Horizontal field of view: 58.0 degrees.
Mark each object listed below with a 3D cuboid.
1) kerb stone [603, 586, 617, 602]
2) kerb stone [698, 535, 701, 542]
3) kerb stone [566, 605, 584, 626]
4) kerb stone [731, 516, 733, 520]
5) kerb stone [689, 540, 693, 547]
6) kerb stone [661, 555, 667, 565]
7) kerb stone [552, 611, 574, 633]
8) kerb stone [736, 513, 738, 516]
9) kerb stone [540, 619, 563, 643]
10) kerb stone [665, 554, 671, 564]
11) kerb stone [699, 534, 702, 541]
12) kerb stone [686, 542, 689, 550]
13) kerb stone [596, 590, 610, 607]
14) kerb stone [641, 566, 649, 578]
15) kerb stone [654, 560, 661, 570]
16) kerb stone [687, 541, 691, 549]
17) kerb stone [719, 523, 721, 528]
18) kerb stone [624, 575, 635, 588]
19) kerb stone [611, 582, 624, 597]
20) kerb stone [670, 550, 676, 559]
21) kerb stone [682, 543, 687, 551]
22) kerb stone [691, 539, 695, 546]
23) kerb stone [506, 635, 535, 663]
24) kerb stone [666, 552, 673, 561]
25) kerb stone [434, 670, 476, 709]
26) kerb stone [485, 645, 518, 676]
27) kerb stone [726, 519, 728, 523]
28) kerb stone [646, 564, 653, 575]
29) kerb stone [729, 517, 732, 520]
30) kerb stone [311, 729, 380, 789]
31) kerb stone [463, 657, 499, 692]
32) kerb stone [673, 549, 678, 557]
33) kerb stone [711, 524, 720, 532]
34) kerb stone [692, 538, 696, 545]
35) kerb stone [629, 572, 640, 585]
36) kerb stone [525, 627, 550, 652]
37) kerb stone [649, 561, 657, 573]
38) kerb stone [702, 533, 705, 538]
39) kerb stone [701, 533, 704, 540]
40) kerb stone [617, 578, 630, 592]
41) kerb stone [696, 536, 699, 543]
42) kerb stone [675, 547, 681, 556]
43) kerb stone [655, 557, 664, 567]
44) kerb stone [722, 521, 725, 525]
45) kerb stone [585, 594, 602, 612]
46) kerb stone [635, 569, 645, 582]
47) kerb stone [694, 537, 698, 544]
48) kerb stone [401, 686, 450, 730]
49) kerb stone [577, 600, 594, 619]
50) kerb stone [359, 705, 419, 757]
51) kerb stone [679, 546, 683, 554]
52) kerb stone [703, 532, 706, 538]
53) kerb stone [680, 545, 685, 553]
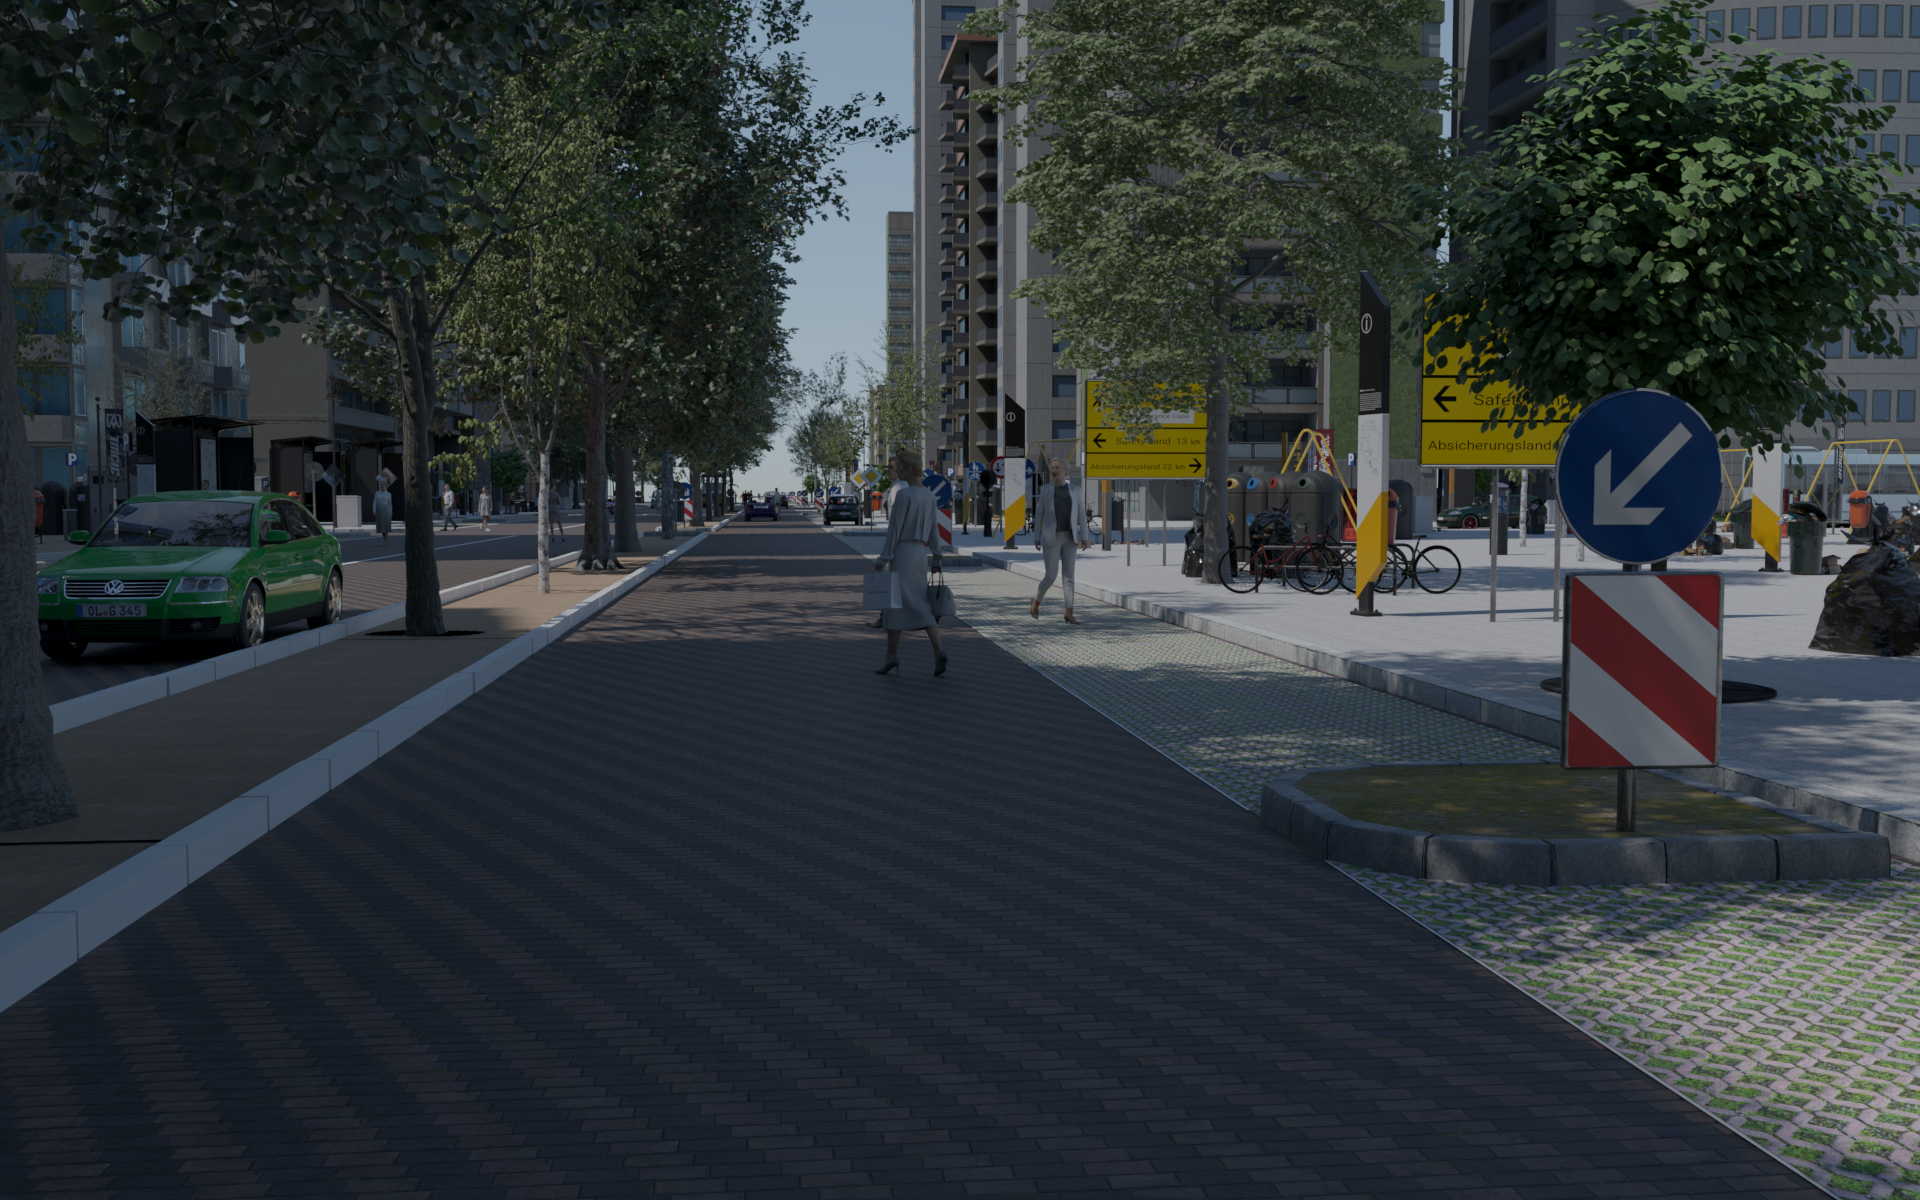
[{"bbox_3d":[-4.721,-0.057,23.127,0.120,0.150,1.000,0,4,-6],"label":"kerb stone"},{"bbox_3d":[-7.732,-1.740,50.644,0.120,0.150,1.000,0,4,-6],"label":"kerb stone"},{"bbox_3d":[-4.277,0.192,19.055,0.120,0.150,1.000,0,4,-6],"label":"kerb stone"},{"bbox_3d":[-12.143,-4.197,90.921,0.120,0.150,1.000,0,4,-6],"label":"kerb stone"},{"bbox_3d":[-7.173,-1.423,45.551,0.120,0.150,1.000,0,4,-6],"label":"kerb stone"},{"bbox_3d":[-5.960,-0.743,34.347,0.120,0.150,1.000,0,4,-6],"label":"kerb stone"},{"bbox_3d":[-4.168,0.254,18.039,0.120,0.150,1.000,0,4,-6],"label":"kerb stone"},{"bbox_3d":[-13.594,-5.010,104.167,0.120,0.150,1.000,0,4,-6],"label":"kerb stone"},{"bbox_3d":[-4.046,0.320,17.024,0.120,0.150,1.000,0,4,-6],"label":"kerb stone"},{"bbox_3d":[-6.050,-0.806,35.366,0.120,0.150,1.000,0,4,-6],"label":"kerb stone"},{"bbox_3d":[-7.843,-1.802,51.660,0.120,0.150,1.000,0,4,-6],"label":"kerb stone"},{"bbox_3d":[-6.947,-1.303,43.507,0.120,0.150,1.000,0,4,-6],"label":"kerb stone"},{"bbox_3d":[-4.605,0.005,22.112,0.120,0.150,1.000,0,4,-6],"label":"kerb stone"},{"bbox_3d":[-5.389,-0.431,29.241,0.120,0.150,1.000,0,4,-6],"label":"kerb stone"},{"bbox_3d":[-5.725,-0.614,32.303,0.120,0.150,1.000,0,4,-6],"label":"kerb stone"},{"bbox_3d":[-7.061,-1.366,44.528,0.120,0.150,1.000,0,4,-6],"label":"kerb stone"},{"bbox_3d":[-9.903,-2.953,70.534,0.120,0.150,1.000,0,4,-6],"label":"kerb stone"},{"bbox_3d":[-5.051,-0.242,26.181,0.120,0.150,1.000,0,4,-6],"label":"kerb stone"},{"bbox_3d":[-4.828,-0.115,24.149,0.120,0.150,1.000,0,4,-6],"label":"kerb stone"},{"bbox_3d":[-6.283,-0.930,37.399,0.120,0.150,1.000,0,4,-6],"label":"kerb stone"},{"bbox_3d":[-6.838,-1.237,42.484,0.120,0.150,1.000,0,4,-6],"label":"kerb stone"},{"bbox_3d":[-7.288,-1.491,46.571,0.120,0.150,1.000,0,4,-6],"label":"kerb stone"},{"bbox_3d":[-3.833,0.441,14.984,0.120,0.150,1.000,0,4,-6],"label":"kerb stone"},{"bbox_3d":[-6.167,-0.866,36.381,0.120,0.150,1.000,0,4,-6],"label":"kerb stone"},{"bbox_3d":[-3.501,0.628,11.929,0.120,0.150,1.000,0,4,-6],"label":"kerb stone"},{"bbox_3d":[-3.718,0.503,13.965,0.120,0.150,1.000,0,4,-6],"label":"kerb stone"},{"bbox_3d":[-11.026,-3.581,80.741,0.120,0.150,1.000,0,4,-6],"label":"kerb stone"},{"bbox_3d":[-5.503,-0.484,30.263,0.120,0.150,1.000,0,4,-6],"label":"kerb stone"},{"bbox_3d":[-11.911,-4.079,88.884,0.120,0.150,1.000,0,4,-6],"label":"kerb stone"},{"bbox_3d":[-3.160,0.816,8.879,0.120,0.150,1.000,0,4,-6],"label":"kerb stone"},{"bbox_3d":[-3.604,0.566,12.950,0.120,0.150,1.000,0,4,-6],"label":"kerb stone"},{"bbox_3d":[-6.395,-0.992,38.415,0.120,0.150,1.000,0,4,-6],"label":"kerb stone"},{"bbox_3d":[-9.685,-2.829,68.502,0.120,0.150,1.000,0,4,-6],"label":"kerb stone"},{"bbox_3d":[-7.396,-1.551,47.596,0.120,0.150,1.000,0,4,-6],"label":"kerb stone"},{"bbox_3d":[-5.167,-0.306,27.197,0.120,0.150,1.000,0,4,-6],"label":"kerb stone"},{"bbox_3d":[-3.939,0.382,16.001,0.120,0.150,1.000,0,4,-6],"label":"kerb stone"},{"bbox_3d":[-5.606,-0.556,31.288,0.120,0.150,1.000,0,4,-6],"label":"kerb stone"},{"bbox_3d":[-8.061,-1.927,53.700,0.120,0.150,1.000,0,4,-6],"label":"kerb stone"},{"bbox_3d":[-7.954,-1.865,52.684,0.120,0.150,1.000,0,4,-6],"label":"kerb stone"},{"bbox_3d":[-4.940,-0.182,25.165,0.120,0.150,1.000,0,4,-6],"label":"kerb stone"},{"bbox_3d":[-7.622,-1.678,49.627,0.120,0.150,1.000,0,4,-6],"label":"kerb stone"},{"bbox_3d":[-6.507,-1.054,39.432,0.120,0.150,1.000,0,4,-6],"label":"kerb stone"},{"bbox_3d":[-5.843,-0.676,33.324,0.120,0.150,1.000,0,4,-6],"label":"kerb stone"},{"bbox_3d":[-10.460,-3.269,75.638,0.120,0.150,1.000,0,4,-6],"label":"kerb stone"},{"bbox_3d":[-4.498,0.068,21.089,0.120,0.150,1.000,0,4,-6],"label":"kerb stone"},{"bbox_3d":[-5.269,-0.368,28.214,0.120,0.150,1.000,0,4,-6],"label":"kerb stone"},{"bbox_3d":[-7.505,-1.614,48.612,0.120,0.150,1.000,0,4,-6],"label":"kerb stone"},{"bbox_3d":[-3.388,0.690,10.913,0.120,0.150,1.000,0,4,-6],"label":"kerb stone"},{"bbox_3d":[-4.384,0.130,20.072,0.120,0.150,1.000,0,4,-6],"label":"kerb stone"},{"bbox_3d":[-3.271,0.752,9.897,0.120,0.150,1.000,0,4,-6],"label":"kerb stone"},{"bbox_3d":[-6.620,-1.112,40.448,0.120,0.150,1.000,0,4,-6],"label":"kerb stone"},{"bbox_3d":[-8.182,-1.987,54.716,0.120,0.150,1.000,0,4,-6],"label":"kerb stone"},{"bbox_3d":[-6.728,-1.172,41.468,0.120,0.150,1.000,0,4,-6],"label":"kerb stone"}]
